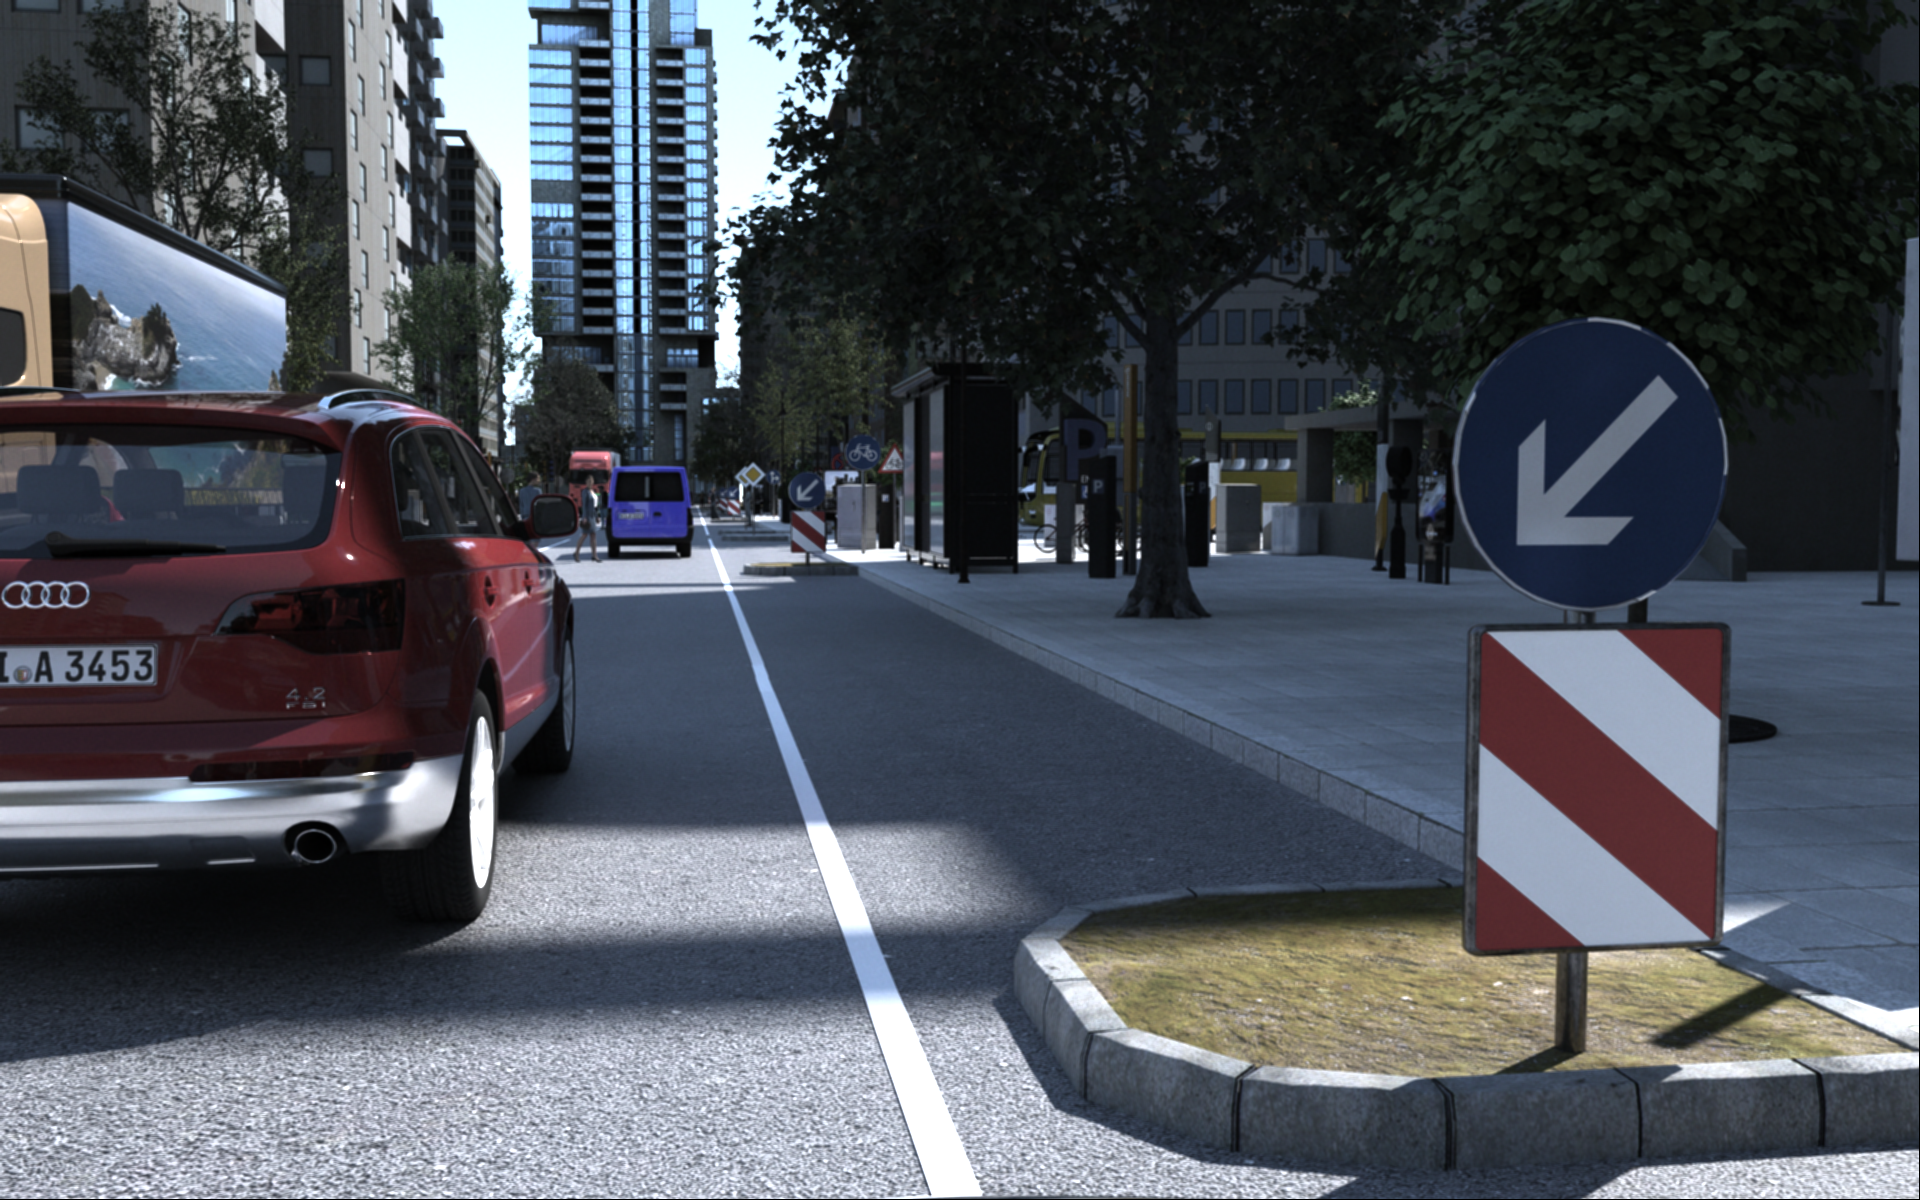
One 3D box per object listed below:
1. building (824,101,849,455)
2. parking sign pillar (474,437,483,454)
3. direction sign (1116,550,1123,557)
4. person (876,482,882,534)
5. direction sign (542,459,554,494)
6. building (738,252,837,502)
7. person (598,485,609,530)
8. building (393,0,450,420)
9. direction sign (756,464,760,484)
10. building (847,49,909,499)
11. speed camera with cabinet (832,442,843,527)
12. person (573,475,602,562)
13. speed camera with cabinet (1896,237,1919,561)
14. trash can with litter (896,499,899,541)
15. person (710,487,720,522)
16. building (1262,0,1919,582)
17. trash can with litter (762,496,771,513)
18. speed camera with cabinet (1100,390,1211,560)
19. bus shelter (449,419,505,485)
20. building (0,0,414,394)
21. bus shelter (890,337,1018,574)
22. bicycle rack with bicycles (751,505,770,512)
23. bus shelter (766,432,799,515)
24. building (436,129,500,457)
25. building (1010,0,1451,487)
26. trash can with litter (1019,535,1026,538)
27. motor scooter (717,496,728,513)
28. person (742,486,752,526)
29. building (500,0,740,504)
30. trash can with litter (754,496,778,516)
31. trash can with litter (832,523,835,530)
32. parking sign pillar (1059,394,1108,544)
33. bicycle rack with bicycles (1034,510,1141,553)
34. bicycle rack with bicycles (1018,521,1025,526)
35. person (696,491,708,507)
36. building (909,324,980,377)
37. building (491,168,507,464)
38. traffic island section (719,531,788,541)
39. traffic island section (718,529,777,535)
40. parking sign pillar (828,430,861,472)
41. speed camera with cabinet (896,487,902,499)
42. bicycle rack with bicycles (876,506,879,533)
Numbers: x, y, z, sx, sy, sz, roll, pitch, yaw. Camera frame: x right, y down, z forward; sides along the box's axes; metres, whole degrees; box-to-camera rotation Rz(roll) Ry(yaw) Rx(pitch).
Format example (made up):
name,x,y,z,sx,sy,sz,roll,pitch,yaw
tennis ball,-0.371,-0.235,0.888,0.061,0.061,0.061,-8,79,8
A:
name,x,y,z,sx,sy,sz,roll,pitch,yaw
building,-3.345,-32.687,189.058,22.147,44.769,28.867,-1,4,-9
parking sign pillar,-23.029,-5.671,81.185,1.447,3.967,1.447,-1,4,-13
direction sign,3.394,-2.663,35.532,0.379,3.537,0.876,0,4,4
person,-2.722,-3.009,57.601,0.656,1.842,0.836,0,4,0
direction sign,-26.497,-7.302,111.390,0.876,3.537,0.379,1,4,19
building,-19.555,-33.979,247.438,23.993,40.220,32.217,-1,4,-9
person,-14.211,-3.682,69.052,0.721,1.781,0.623,-3,5,-44
building,-55.795,-32.197,146.026,23.786,49.044,30.456,-1,4,-9
direction sign,-15.241,-8.387,129.119,0.876,3.537,0.379,3,4,38
building,-3.273,-31.601,166.783,14.600,45.320,14.200,-1,4,-9
speed camera with cabinet,-4.885,-4.428,66.741,0.660,3.252,2.038,-1,4,-17
person,-7.832,-1.708,36.444,0.654,1.822,0.581,2,4,32
speed camera with cabinet,3.839,-0.656,5.067,0.660,3.252,2.038,-1,4,-22
trash can with litter,-1.562,-2.162,46.739,0.624,1.170,1.055,3,5,44
person,-12.781,-4.964,90.087,0.534,1.772,0.576,-2,4,-35
building,23.990,-20.959,34.554,32.217,40.220,23.993,-1,4,-9
trash can with litter,-13.092,-6.565,118.731,1.055,1.170,0.624,2,4,34
speed camera with cabinet,3.707,-2.358,32.889,2.038,3.252,0.660,1,4,18
bus shelter,-26.655,-7.209,95.504,2.179,5.291,8.768,-1,4,-9
building,-51.879,-32.098,114.044,28.713,52.752,27.495,-1,4,-9
bus shelter,-0.028,-3.321,31.923,2.179,5.291,8.768,-1,4,-9
bicycle rack with bicycles,-14.303,-6.936,126.787,2.852,0.926,2.925,2,4,27
bus shelter,-11.068,-8.045,109.174,2.179,5.291,8.768,-1,4,-9
building,-60.405,-29.752,178.330,23.993,40.220,32.217,-1,4,-9
building,16.319,-33.139,83.825,28.212,58.520,21.231,-1,4,-9
trash can with litter,1.185,-2.477,51.563,1.678,1.210,2.233,-2,4,-26
motor scooter,-17.652,-7.099,128.839,0.815,1.314,1.986,0,4,-7
person,-9.483,-4.175,76.938,0.466,1.800,0.511,-2,4,-32
building,-46.316,-56.537,237.043,31.000,86.520,22.319,-1,4,-9
trash can with litter,-11.015,-5.511,101.164,2.233,1.210,1.678,-1,4,-22
trash can with litter,-4.372,-3.153,62.603,1.678,1.210,2.233,1,4,13
parking sign pillar,3.256,-3.463,45.092,1.447,3.967,1.447,-1,4,-16
bicycle rack with bicycles,3.376,-1.531,38.410,2.925,0.926,2.852,1,4,21
bicycle rack with bicycles,3.134,-3.454,69.861,2.925,0.926,2.852,1,4,15
person,-27.533,-10.782,184.876,1.348,1.812,0.705,-1,4,-14
building,2.861,-27.361,130.947,14.154,41.232,14.086,-1,4,-9
building,-68.517,-35.506,230.641,14.200,45.320,14.600,-1,4,-9
traffic island section,-6.414,-1.942,54.030,2.009,0.180,2.903,-1,4,-9
traffic island section,-7.632,-2.425,61.922,2.009,0.180,2.903,-1,4,-9
parking sign pillar,-4.711,-5.041,70.888,1.447,3.967,1.447,-1,4,-14
speed camera with cabinet,-3.258,-7.353,114.558,2.038,3.252,0.660,1,4,18
bicycle rack with bicycles,-1.726,-2.493,54.136,2.852,0.926,2.925,-1,4,-18
